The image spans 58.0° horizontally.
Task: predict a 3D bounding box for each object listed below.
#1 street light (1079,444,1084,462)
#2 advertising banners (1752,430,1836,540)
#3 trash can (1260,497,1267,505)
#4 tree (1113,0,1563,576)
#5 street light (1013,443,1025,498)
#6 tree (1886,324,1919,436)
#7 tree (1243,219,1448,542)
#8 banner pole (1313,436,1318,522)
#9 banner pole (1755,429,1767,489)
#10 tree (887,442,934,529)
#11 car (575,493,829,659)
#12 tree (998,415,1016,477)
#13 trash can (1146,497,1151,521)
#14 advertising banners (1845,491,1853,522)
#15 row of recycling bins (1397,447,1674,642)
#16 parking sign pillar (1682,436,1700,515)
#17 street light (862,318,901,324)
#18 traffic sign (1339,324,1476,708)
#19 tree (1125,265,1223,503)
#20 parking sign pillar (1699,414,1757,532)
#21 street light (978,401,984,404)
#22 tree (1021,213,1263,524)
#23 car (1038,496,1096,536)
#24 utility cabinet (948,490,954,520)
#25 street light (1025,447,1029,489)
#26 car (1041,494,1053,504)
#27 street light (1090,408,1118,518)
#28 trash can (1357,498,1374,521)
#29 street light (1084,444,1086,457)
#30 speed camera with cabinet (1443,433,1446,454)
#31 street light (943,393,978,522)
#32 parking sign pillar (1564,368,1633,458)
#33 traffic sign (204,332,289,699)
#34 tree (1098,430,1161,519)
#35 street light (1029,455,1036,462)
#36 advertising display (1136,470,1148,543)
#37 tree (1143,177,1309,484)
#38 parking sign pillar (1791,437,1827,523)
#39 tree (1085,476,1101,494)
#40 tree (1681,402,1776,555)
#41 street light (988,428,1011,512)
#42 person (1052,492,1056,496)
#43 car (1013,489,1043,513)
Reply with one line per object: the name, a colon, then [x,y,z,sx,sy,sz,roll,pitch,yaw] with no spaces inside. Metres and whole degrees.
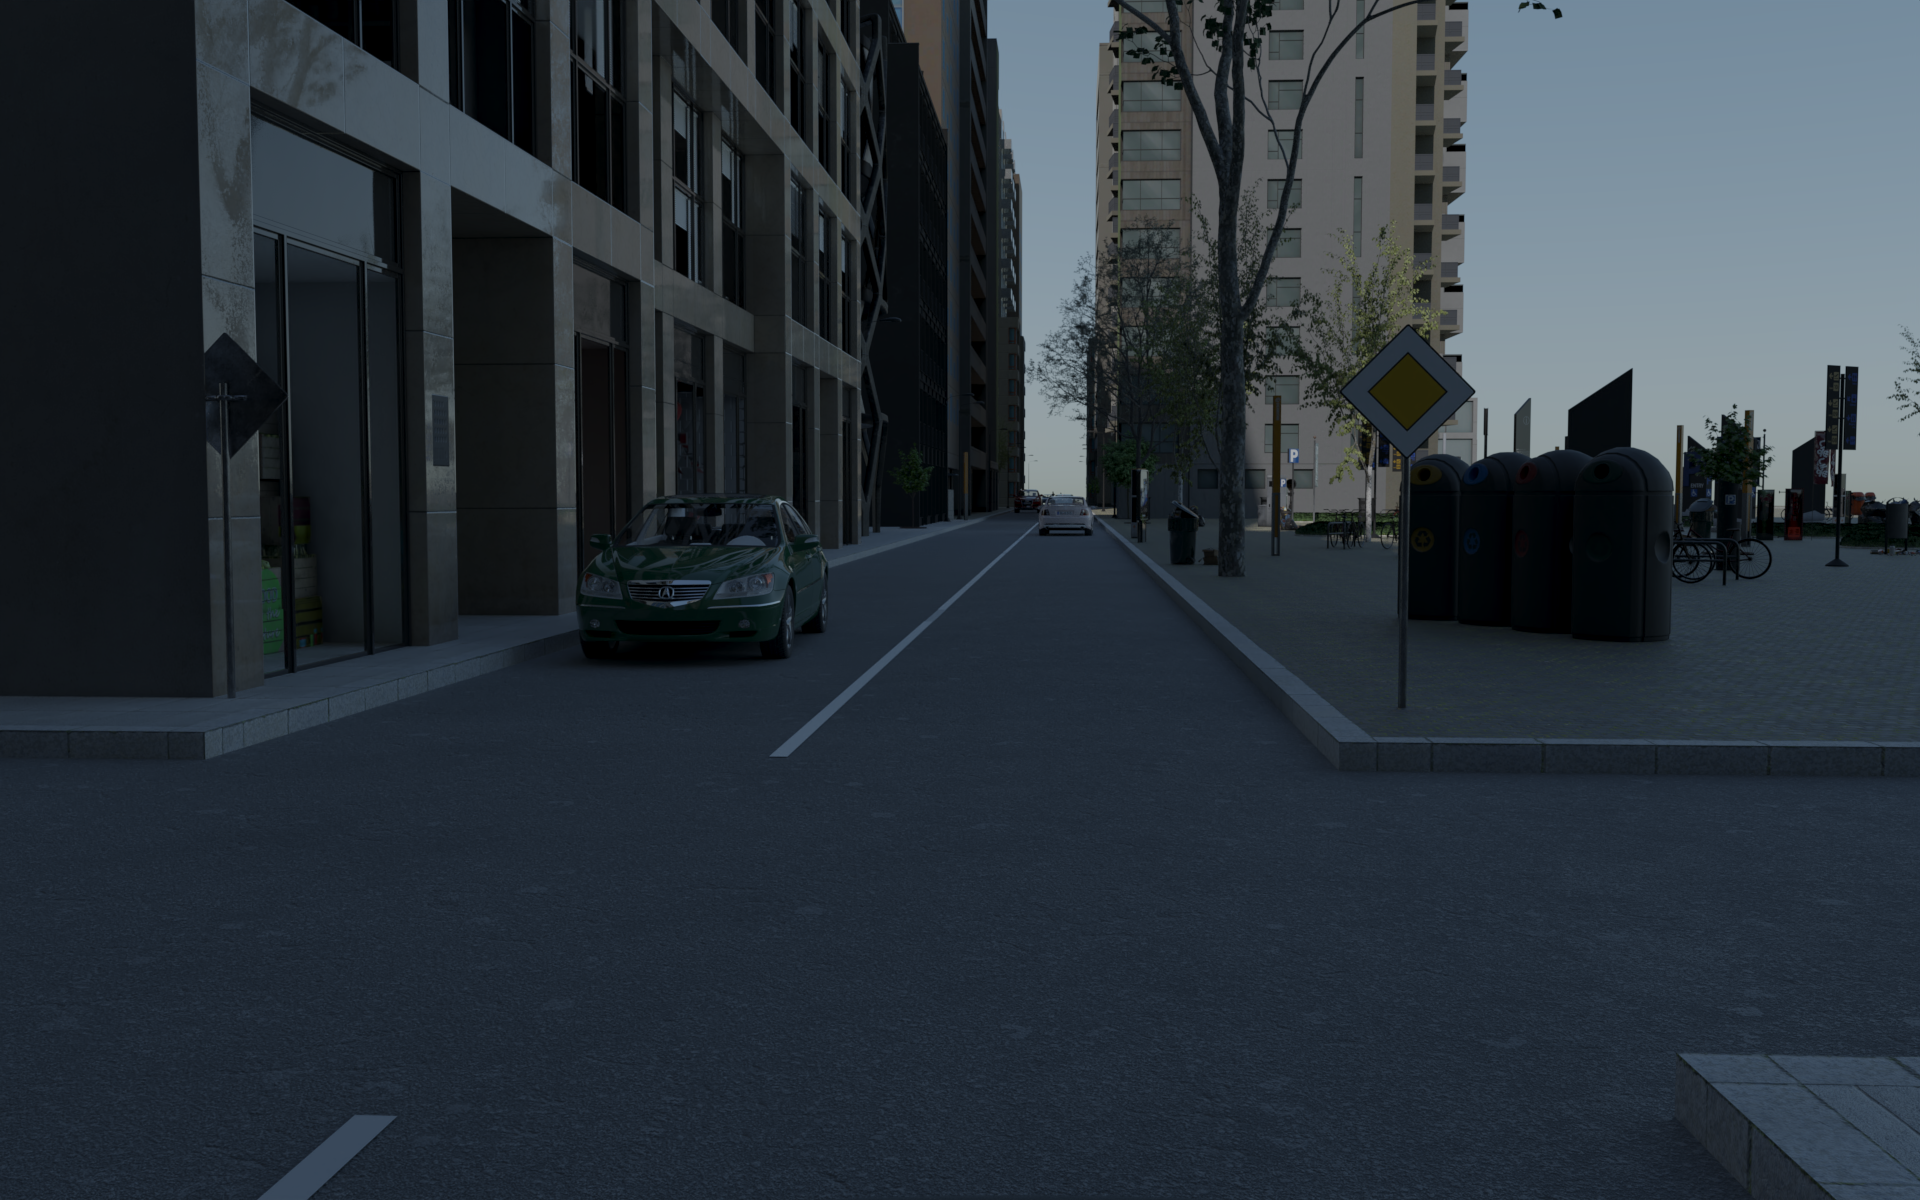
street light: [12.060,-11.556,161.488,1.470,5.913,1.316,0,4,4]
advertising banners: [23.016,-3.158,47.817,2.074,3.025,0.090,0,4,7]
trash can: [14.840,-4.406,83.695,0.748,1.137,0.748,0,3,0]
tree: [3.390,-10.362,25.303,12.611,20.169,13.585,0,3,0]
street light: [4.899,-11.270,156.802,1.470,5.913,1.316,0,4,4]
tree: [34.200,-6.641,58.937,4.737,8.622,4.395,0,3,0]
tree: [10.708,-5.861,46.188,4.737,8.622,4.395,0,3,0]
banner pole: [15.329,-5.176,74.644,0.401,3.779,0.863,2,4,26]
banner pole: [30.731,-4.688,66.664,0.401,3.779,0.863,-2,4,-24]
tree: [-1.671,-4.272,64.442,1.663,3.219,1.824,0,3,0]
car: [-2.337,-0.294,16.599,2.131,1.459,4.920,0,4,2]
tree: [3.367,-12.931,161.788,4.737,8.622,4.395,0,3,0]
trash can: [8.687,-4.296,81.892,0.748,1.137,0.748,0,3,0]
advertising banners: [32.600,-4.155,64.119,0.090,3.025,2.074,0,4,6]
row of recycling bins: [5.442,-0.582,16.629,1.069,1.692,3.534,-1,4,-20]
parking sign pillar: [33.731,-5.551,79.233,1.447,3.967,1.447,-2,4,-28]
street light: [-2.249,-4.477,45.741,1.470,5.913,1.316,0,4,4]
traffic sign: [2.653,-0.410,10.342,0.795,2.450,0.064,0,4,4]
tree: [7.472,-6.511,56.812,4.737,8.622,4.395,0,3,0]
parking sign pillar: [25.942,-4.249,57.938,1.447,3.967,1.447,-2,4,-30]
street light: [0.517,-7.002,87.027,1.470,5.913,1.316,0,4,4]
tree: [7.873,-10.072,75.043,12.009,13.543,11.850,0,3,0]
car: [3.755,-2.974,60.985,2.083,1.381,4.827,0,4,5]
utility cabinet: [-0.643,-4.627,84.336,0.318,1.500,1.173,-1,4,-21]
street light: [5.784,-12.077,170.006,1.470,5.913,1.316,0,4,4]
car: [12.137,-13.924,239.662,2.014,1.417,4.499,0,4,3]
street light: [7.753,-7.352,92.744,1.470,5.913,1.316,0,4,4]
trash can: [15.479,-3.319,65.918,0.748,1.137,0.748,0,3,0]
street light: [9.995,-9.446,126.982,1.470,5.913,1.316,0,4,4]
speed camera with cabinet: [16.223,-3.831,56.976,2.038,3.252,0.660,-2,4,-34]
street light: [-0.059,-6.571,79.982,1.470,5.913,1.316,0,4,4]
parking sign pillar: [13.734,-2.988,37.329,1.447,3.967,1.447,0,4,7]
traffic sign: [-4.575,-0.439,10.821,0.795,2.450,0.064,0,4,4]
tree: [8.690,-6.416,88.614,4.285,4.588,4.351,0,3,0]
street light: [7.974,-14.198,204.672,1.470,5.913,1.316,0,4,4]
advertising display: [4.827,-2.488,45.892,0.123,1.923,0.974,1,4,18]
tree: [6.283,-5.553,41.146,4.360,8.622,3.978,0,3,0]
parking sign pillar: [35.368,-5.119,72.174,1.447,3.967,1.447,2,4,27]
tree: [13.278,-10.666,168.997,1.663,3.219,1.824,0,3,0]
tree: [16.385,-2.566,36.559,1.663,3.219,1.824,0,3,0]
street light: [2.652,-9.155,122.230,1.470,5.913,1.316,0,4,4]
person: [13.030,-14.346,243.067,1.348,1.822,0.705,-2,4,-30]
car: [5.220,-7.563,132.320,2.281,1.827,5.304,0,4,4]
